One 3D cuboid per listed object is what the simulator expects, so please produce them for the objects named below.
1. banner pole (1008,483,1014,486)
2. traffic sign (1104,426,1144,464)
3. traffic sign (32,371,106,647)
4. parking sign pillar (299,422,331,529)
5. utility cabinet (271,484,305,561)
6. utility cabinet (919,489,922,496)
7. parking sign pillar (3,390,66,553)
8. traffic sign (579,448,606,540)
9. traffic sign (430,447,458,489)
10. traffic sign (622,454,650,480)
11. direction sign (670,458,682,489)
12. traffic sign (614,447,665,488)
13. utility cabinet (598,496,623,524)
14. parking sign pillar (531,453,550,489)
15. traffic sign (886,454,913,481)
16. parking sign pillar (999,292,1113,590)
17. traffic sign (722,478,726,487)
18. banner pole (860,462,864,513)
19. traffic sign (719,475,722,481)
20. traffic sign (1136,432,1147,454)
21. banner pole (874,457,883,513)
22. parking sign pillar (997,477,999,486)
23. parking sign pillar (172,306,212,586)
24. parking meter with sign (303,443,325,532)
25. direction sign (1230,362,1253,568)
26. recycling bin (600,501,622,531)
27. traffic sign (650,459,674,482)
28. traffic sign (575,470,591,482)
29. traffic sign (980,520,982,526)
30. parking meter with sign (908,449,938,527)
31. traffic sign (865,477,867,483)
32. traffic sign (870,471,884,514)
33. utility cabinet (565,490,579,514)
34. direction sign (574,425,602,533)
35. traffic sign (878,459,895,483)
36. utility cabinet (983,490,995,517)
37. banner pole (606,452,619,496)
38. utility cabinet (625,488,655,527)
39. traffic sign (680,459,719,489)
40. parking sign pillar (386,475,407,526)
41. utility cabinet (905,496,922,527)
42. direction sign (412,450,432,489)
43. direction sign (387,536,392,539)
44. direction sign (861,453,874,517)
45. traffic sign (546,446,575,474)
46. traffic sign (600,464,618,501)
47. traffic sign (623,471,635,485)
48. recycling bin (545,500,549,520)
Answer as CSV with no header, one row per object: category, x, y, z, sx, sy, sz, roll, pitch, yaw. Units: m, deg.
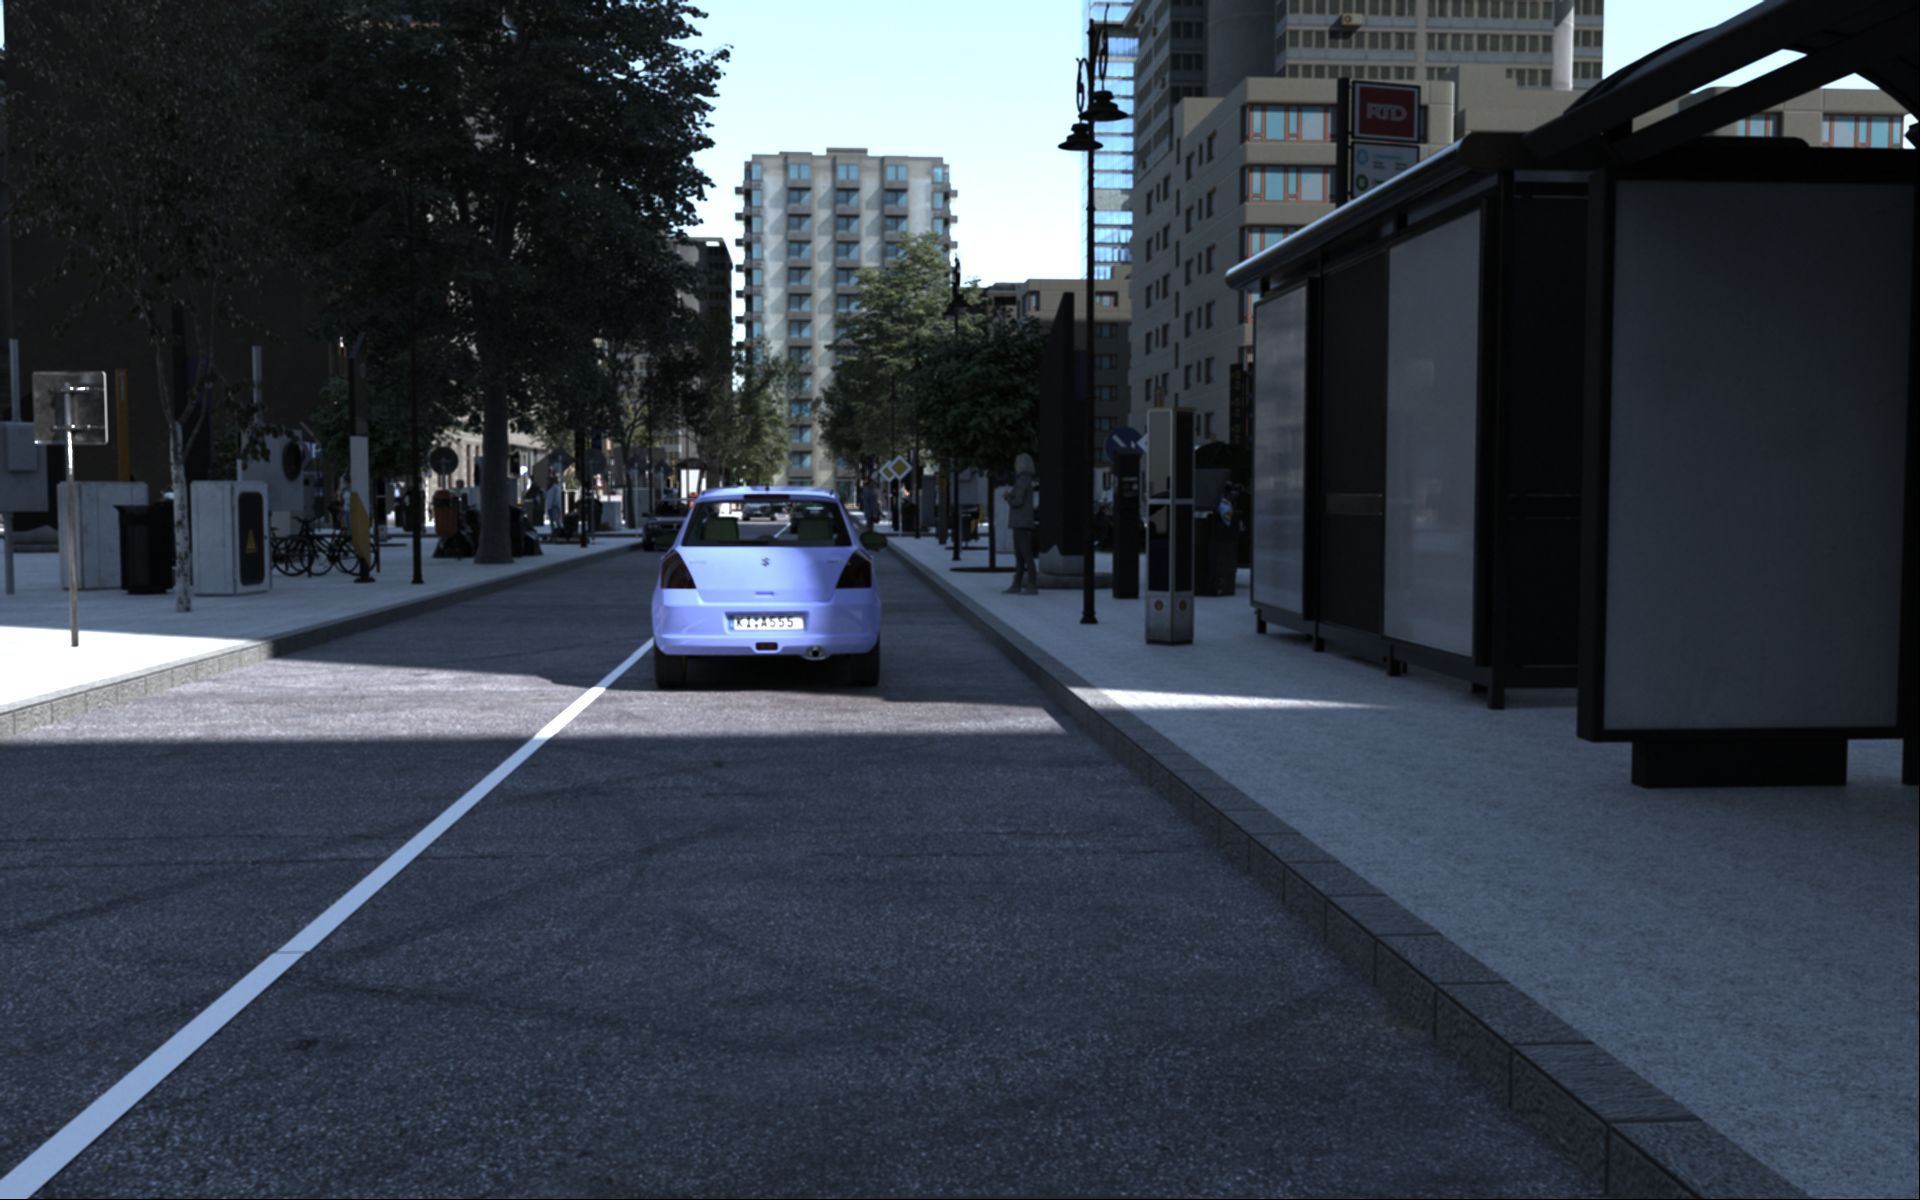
banner pole,2.623,-5.902,86.520,0.863,3.779,0.401,-3,4,-38
traffic sign,3.088,-1.994,32.702,0.768,2.556,0.104,0,4,-4
traffic sign,-7.433,-0.756,14.486,0.606,2.300,0.079,0,4,1
parking sign pillar,-24.181,-4.638,64.296,1.447,3.967,1.447,3,4,38
utility cabinet,-12.904,-1.480,32.875,1.173,1.500,0.318,3,4,36
utility cabinet,-1.335,-4.223,77.731,1.173,1.500,0.318,3,5,40
parking sign pillar,-20.381,-3.048,38.309,1.447,3.967,1.447,0,4,2
traffic sign,-10.207,-2.936,48.115,0.768,2.556,0.104,0,4,2
traffic sign,-13.836,-2.835,46.456,0.768,2.556,0.104,0,4,-3
traffic sign,-9.303,-2.906,49.706,0.795,2.593,0.064,0,4,-4
direction sign,-17.984,-7.211,109.904,0.876,3.537,0.379,-3,5,-40
traffic sign,-13.991,-5.000,75.615,2.265,3.308,0.079,0,4,4
utility cabinet,-15.109,-3.891,74.787,1.020,1.237,0.306,-2,4,-31
parking sign pillar,-27.470,-7.651,113.560,1.447,3.967,1.447,-3,5,-42
traffic sign,-1.730,-2.941,50.274,0.795,2.593,0.064,0,4,-4
parking sign pillar,1.449,-2.165,23.866,1.447,3.967,1.447,-1,4,-12
traffic sign,-17.609,-7.789,127.448,0.768,2.556,0.104,0,4,-2
banner pole,-6.635,-7.809,117.701,0.401,3.779,0.863,1,4,22
traffic sign,-15.378,-6.672,109.193,0.768,2.556,0.104,0,4,1
traffic sign,3.589,-1.931,31.303,0.795,2.593,0.064,0,4,-2
banner pole,-5.649,-7.835,118.113,0.863,3.779,0.401,1,4,19
parking sign pillar,2.060,-4.304,58.840,1.447,3.967,1.447,0,4,4
parking sign pillar,-11.019,-2.227,24.884,1.447,3.967,1.447,-1,4,-22
parking meter with sign,-22.005,-3.772,57.939,0.543,3.016,1.738,1,4,17
direction sign,4.916,-2.320,29.929,0.379,3.537,0.876,-2,4,-26
recycling bin,-12.192,-2.909,60.121,0.722,1.027,0.722,0,4,7
traffic sign,-9.924,-3.393,57.667,0.795,2.593,0.064,0,4,-4
traffic sign,-15.519,-4.362,71.420,0.768,2.556,0.104,0,4,5
traffic sign,0.862,-4.278,70.052,0.768,2.556,0.104,0,4,5
parking meter with sign,-1.104,-4.332,67.085,1.738,3.016,0.543,1,4,9
traffic sign,-6.049,-7.152,117.034,0.768,2.556,0.104,0,4,5
traffic sign,-4.480,-5.751,94.129,0.768,2.556,0.104,0,4,3
utility cabinet,-21.937,-5.402,96.997,1.173,1.500,0.318,-1,4,-17
direction sign,-12.154,-3.958,56.712,0.876,3.537,0.379,-1,4,-8
traffic sign,-2.351,-3.428,58.235,0.795,2.593,0.064,0,4,-4
utility cabinet,1.695,-5.230,94.192,0.318,1.500,1.173,3,4,37
banner pole,-20.702,-6.908,102.960,0.863,3.779,0.401,0,4,-5
utility cabinet,-12.125,-3.480,65.580,1.173,1.500,0.318,2,4,26
traffic sign,-15.034,-6.500,100.140,2.265,3.308,0.079,0,4,4
parking sign pillar,-23.105,-5.018,70.520,1.447,3.967,1.447,1,4,19
utility cabinet,-1.657,-3.479,68.037,1.020,1.237,0.306,-2,4,-24
direction sign,-25.340,-5.478,81.557,0.876,3.537,0.379,-1,4,-14
direction sign,-16.277,-3.480,48.902,0.379,3.537,0.876,2,4,25
direction sign,-5.133,-6.360,95.984,0.876,3.537,0.379,2,4,35
traffic sign,-10.920,-2.909,47.301,0.795,2.593,0.064,0,4,-4
traffic sign,-14.974,-4.512,73.884,0.768,2.556,0.104,0,4,-3
traffic sign,-14.346,-4.481,75.393,0.606,2.300,0.079,0,4,-3
recycling bin,-20.537,-4.584,87.498,0.722,1.027,0.722,0,4,-4
